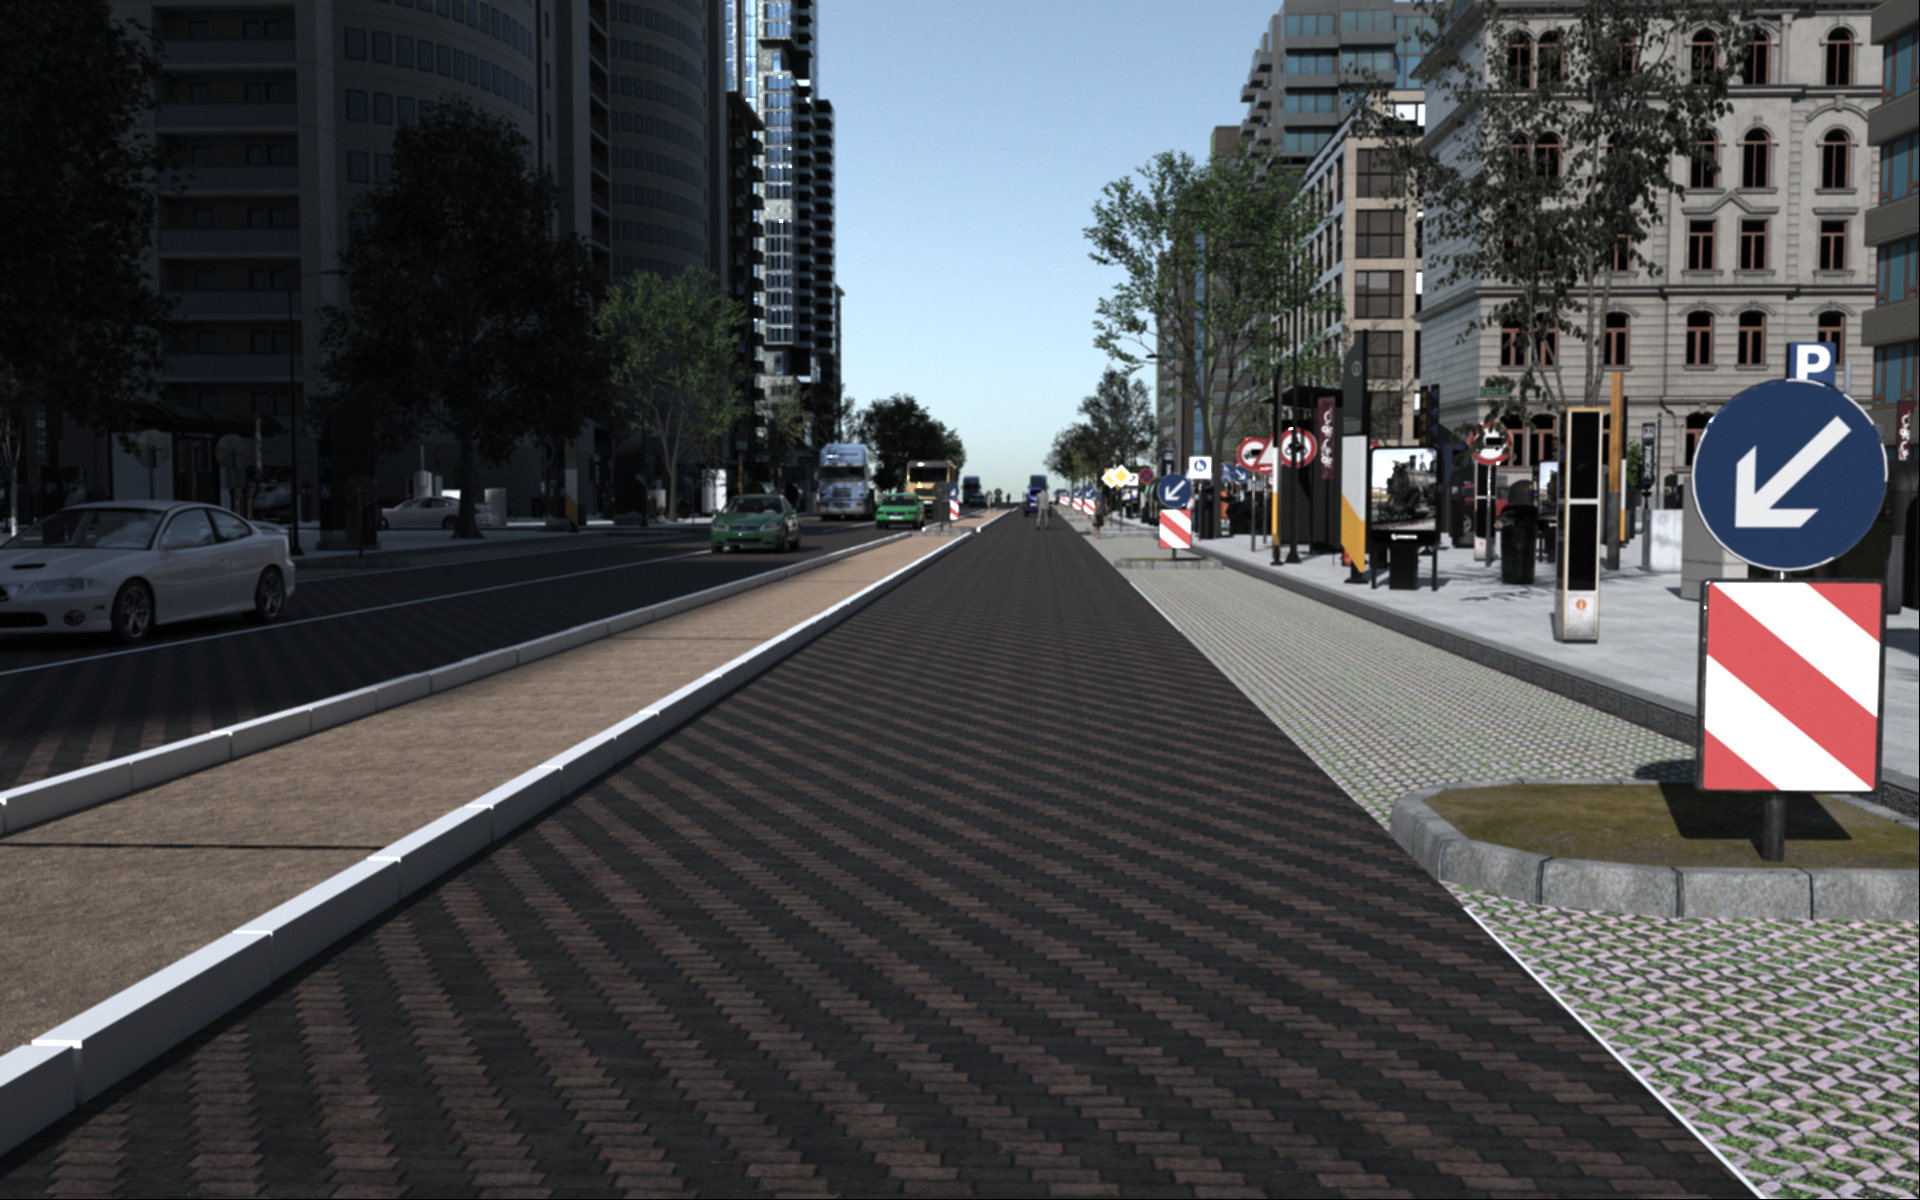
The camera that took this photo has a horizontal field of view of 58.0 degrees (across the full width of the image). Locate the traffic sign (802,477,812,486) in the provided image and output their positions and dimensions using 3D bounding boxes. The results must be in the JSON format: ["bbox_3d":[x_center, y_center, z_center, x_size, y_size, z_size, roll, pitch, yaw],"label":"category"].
[{"bbox_3d":[-11.193,-7.740,126.656,0.768,2.556,0.104,0,4,8],"label":"traffic sign"}]

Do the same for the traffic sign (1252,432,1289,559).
[{"bbox_3d":[6.197,-2.087,34.119,0.884,2.594,0.081,1,4,10],"label":"traffic sign"}]

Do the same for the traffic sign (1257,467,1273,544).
[{"bbox_3d":[7.880,-2.727,44.692,0.768,2.556,0.104,0,4,4],"label":"traffic sign"}]

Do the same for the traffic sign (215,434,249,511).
[{"bbox_3d":[-15.415,-2.237,36.677,0.768,2.556,0.104,0,4,6],"label":"traffic sign"}]

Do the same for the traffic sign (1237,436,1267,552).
[{"bbox_3d":[6.521,-2.344,38.437,0.768,2.556,0.104,0,4,6],"label":"traffic sign"}]

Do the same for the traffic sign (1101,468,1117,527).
[{"bbox_3d":[5.810,-3.847,66.540,0.795,2.450,0.064,0,4,3],"label":"traffic sign"}]

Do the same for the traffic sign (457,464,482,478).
[{"bbox_3d":[-16.475,-3.557,58.162,0.884,2.594,0.081,0,4,5],"label":"traffic sign"}]

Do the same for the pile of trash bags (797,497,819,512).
[{"bbox_3d":[-11.142,-6.994,124.107,1.912,1.369,3.447,1,4,18],"label":"pile of trash bags"}]

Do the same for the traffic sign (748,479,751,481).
[{"bbox_3d":[-14.539,-7.261,120.844,0.606,2.300,0.079,1,4,12],"label":"traffic sign"}]

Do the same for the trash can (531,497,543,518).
[{"bbox_3d":[-22.727,-4.983,93.117,0.748,1.137,0.748,0,3,0],"label":"trash can"}]

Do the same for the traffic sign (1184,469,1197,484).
[{"bbox_3d":[11.408,-5.258,86.077,0.768,2.556,0.104,0,4,5],"label":"traffic sign"}]

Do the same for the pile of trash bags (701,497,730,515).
[{"bbox_3d":[-14.745,-5.789,104.397,1.912,1.369,3.447,-1,4,-21],"label":"pile of trash bags"}]

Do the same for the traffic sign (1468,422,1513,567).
[{"bbox_3d":[9.308,-1.857,30.468,0.768,2.556,0.104,1,4,12],"label":"traffic sign"}]

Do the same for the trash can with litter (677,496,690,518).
[{"bbox_3d":[-15.006,-4.987,92.929,1.055,1.170,0.624,0,4,0],"label":"trash can with litter"}]

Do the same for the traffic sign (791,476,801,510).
[{"bbox_3d":[-11.528,-7.433,121.630,0.768,2.556,0.104,1,4,9],"label":"traffic sign"}]

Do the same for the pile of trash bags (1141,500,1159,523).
[{"bbox_3d":[9.616,-4.076,76.403,3.447,1.369,1.912,1,4,15],"label":"pile of trash bags"}]

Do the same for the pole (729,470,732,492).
[{"bbox_3d":[-17.461,-8.450,131.995,0.158,3.312,0.155,0,3,0],"label":"pole"}]

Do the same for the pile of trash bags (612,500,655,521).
[{"bbox_3d":[-15.528,-4.393,81.585,1.912,1.369,3.447,0,4,4],"label":"pile of trash bags"}]

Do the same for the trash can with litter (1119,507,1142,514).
[{"bbox_3d":[11.721,-6.291,113.909,2.233,1.210,1.678,3,5,40],"label":"trash can with litter"}]

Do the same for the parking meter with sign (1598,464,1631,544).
[{"bbox_3d":[16.277,-2.945,44.404,1.738,3.016,0.543,0,4,-4],"label":"parking meter with sign"}]

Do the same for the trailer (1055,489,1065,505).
[{"bbox_3d":[12.036,-12.232,207.043,1.471,1.999,3.904,0,4,1],"label":"trailer"}]

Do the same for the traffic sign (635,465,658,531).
[{"bbox_3d":[-10.731,-3.405,59.319,0.795,2.450,0.064,0,4,3],"label":"traffic sign"}]

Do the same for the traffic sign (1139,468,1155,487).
[{"bbox_3d":[9.061,-5.139,84.127,0.768,2.556,0.104,1,4,11],"label":"traffic sign"}]

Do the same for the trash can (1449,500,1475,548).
[{"bbox_3d":[11.971,-1.796,41.019,0.748,1.137,0.748,0,3,0],"label":"trash can"}]

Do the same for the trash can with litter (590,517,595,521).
[{"bbox_3d":[-18.927,-4.424,83.388,2.233,1.210,1.678,3,5,42],"label":"trash can with litter"}]

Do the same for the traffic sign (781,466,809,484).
[{"bbox_3d":[-12.191,-8.157,127.243,2.265,3.308,0.079,1,4,9],"label":"traffic sign"}]

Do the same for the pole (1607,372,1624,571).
[{"bbox_3d":[10.984,-2.152,29.033,0.158,3.312,0.155,0,3,0],"label":"pole"}]

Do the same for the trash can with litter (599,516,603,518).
[{"bbox_3d":[-19.039,-5.075,94.041,1.678,1.210,2.233,-1,4,-11],"label":"trash can with litter"}]

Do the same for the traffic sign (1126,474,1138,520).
[{"bbox_3d":[8.488,-5.099,85.501,0.606,2.300,0.079,0,4,5],"label":"traffic sign"}]

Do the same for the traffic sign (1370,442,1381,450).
[{"bbox_3d":[9.949,-2.568,42.096,0.768,2.556,0.104,0,4,7],"label":"traffic sign"}]

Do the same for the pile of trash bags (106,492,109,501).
[{"bbox_3d":[-69.382,-8.144,142.912,1.912,1.369,3.447,3,5,41],"label":"pile of trash bags"}]

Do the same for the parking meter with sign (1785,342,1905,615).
[{"bbox_3d":[9.810,-1.400,19.148,0.543,3.016,1.738,0,4,-3],"label":"parking meter with sign"}]

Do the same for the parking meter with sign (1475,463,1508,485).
[{"bbox_3d":[21.284,-4.419,68.512,1.738,3.016,0.543,1,4,11],"label":"parking meter with sign"}]

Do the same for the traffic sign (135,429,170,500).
[{"bbox_3d":[-15.805,-2.065,33.876,0.768,2.556,0.104,0,4,8],"label":"traffic sign"}]

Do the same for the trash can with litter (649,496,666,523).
[{"bbox_3d":[-13.713,-3.965,75.887,1.678,1.210,2.233,1,4,17],"label":"trash can with litter"}]

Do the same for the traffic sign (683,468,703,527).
[{"bbox_3d":[-10.367,-3.893,67.296,0.795,2.450,0.064,0,4,3],"label":"traffic sign"}]

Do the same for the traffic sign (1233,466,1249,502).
[{"bbox_3d":[12.904,-4.869,79.719,0.768,2.556,0.104,0,4,4],"label":"traffic sign"}]

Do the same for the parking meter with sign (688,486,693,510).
[{"bbox_3d":[-21.892,-8.924,142.169,0.543,3.016,1.738,0,4,7],"label":"parking meter with sign"}]

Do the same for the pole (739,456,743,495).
[{"bbox_3d":[-11.659,-6.014,92.167,0.158,3.312,0.155,0,3,0],"label":"pole"}]

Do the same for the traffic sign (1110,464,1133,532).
[{"bbox_3d":[5.446,-3.359,58.563,0.795,2.450,0.064,0,4,3],"label":"traffic sign"}]

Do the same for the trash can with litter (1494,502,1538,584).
[{"bbox_3d":[7.969,-0.829,24.946,0.624,1.170,1.055,1,4,12],"label":"trash can with litter"}]

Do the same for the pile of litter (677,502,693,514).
[{"bbox_3d":[-17.878,-5.928,110.894,1.719,0.858,1.176,-1,4,-9],"label":"pile of litter"}]

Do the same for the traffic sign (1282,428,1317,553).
[{"bbox_3d":[6.442,-2.026,33.226,0.768,2.556,0.104,1,4,11],"label":"traffic sign"}]

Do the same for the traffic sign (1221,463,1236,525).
[{"bbox_3d":[11.033,-4.388,71.852,0.768,2.556,0.104,0,4,6],"label":"traffic sign"}]

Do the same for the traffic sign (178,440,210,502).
[{"bbox_3d":[-14.482,-1.874,32.774,0.606,2.300,0.079,0,4,4],"label":"traffic sign"}]

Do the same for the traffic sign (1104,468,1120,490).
[{"bbox_3d":[12.532,-8.775,137.337,2.265,3.308,0.079,0,4,4],"label":"traffic sign"}]

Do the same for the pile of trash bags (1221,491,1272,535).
[{"bbox_3d":[9.311,-2.801,55.552,1.912,1.369,3.447,-2,4,-27],"label":"pile of trash bags"}]

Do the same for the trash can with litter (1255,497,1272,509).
[{"bbox_3d":[11.860,-3.371,66.499,0.624,1.170,1.055,-1,4,-21],"label":"trash can with litter"}]

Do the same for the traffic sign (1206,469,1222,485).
[{"bbox_3d":[10.163,-4.265,69.832,0.768,2.556,0.104,0,4,4],"label":"traffic sign"}]

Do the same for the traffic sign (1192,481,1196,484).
[{"bbox_3d":[12.206,-5.622,92.020,0.768,2.556,0.104,0,4,4],"label":"traffic sign"}]

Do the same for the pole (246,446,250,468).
[{"bbox_3d":[-29.969,-4.839,72.964,0.158,3.312,0.155,0,3,0],"label":"pole"}]

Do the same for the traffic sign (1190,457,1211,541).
[{"bbox_3d":[6.569,-2.770,47.416,0.606,2.300,0.079,0,4,4],"label":"traffic sign"}]

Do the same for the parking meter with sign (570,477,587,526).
[{"bbox_3d":[-15.611,-4.463,69.223,0.543,3.016,1.738,2,4,24],"label":"parking meter with sign"}]

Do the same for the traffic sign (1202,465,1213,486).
[{"bbox_3d":[8.273,-3.604,59.034,0.768,2.556,0.104,0,4,8],"label":"traffic sign"}]

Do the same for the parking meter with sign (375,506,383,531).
[{"bbox_3d":[-20.874,-3.892,59.892,0.543,3.016,1.738,3,5,42],"label":"parking meter with sign"}]
